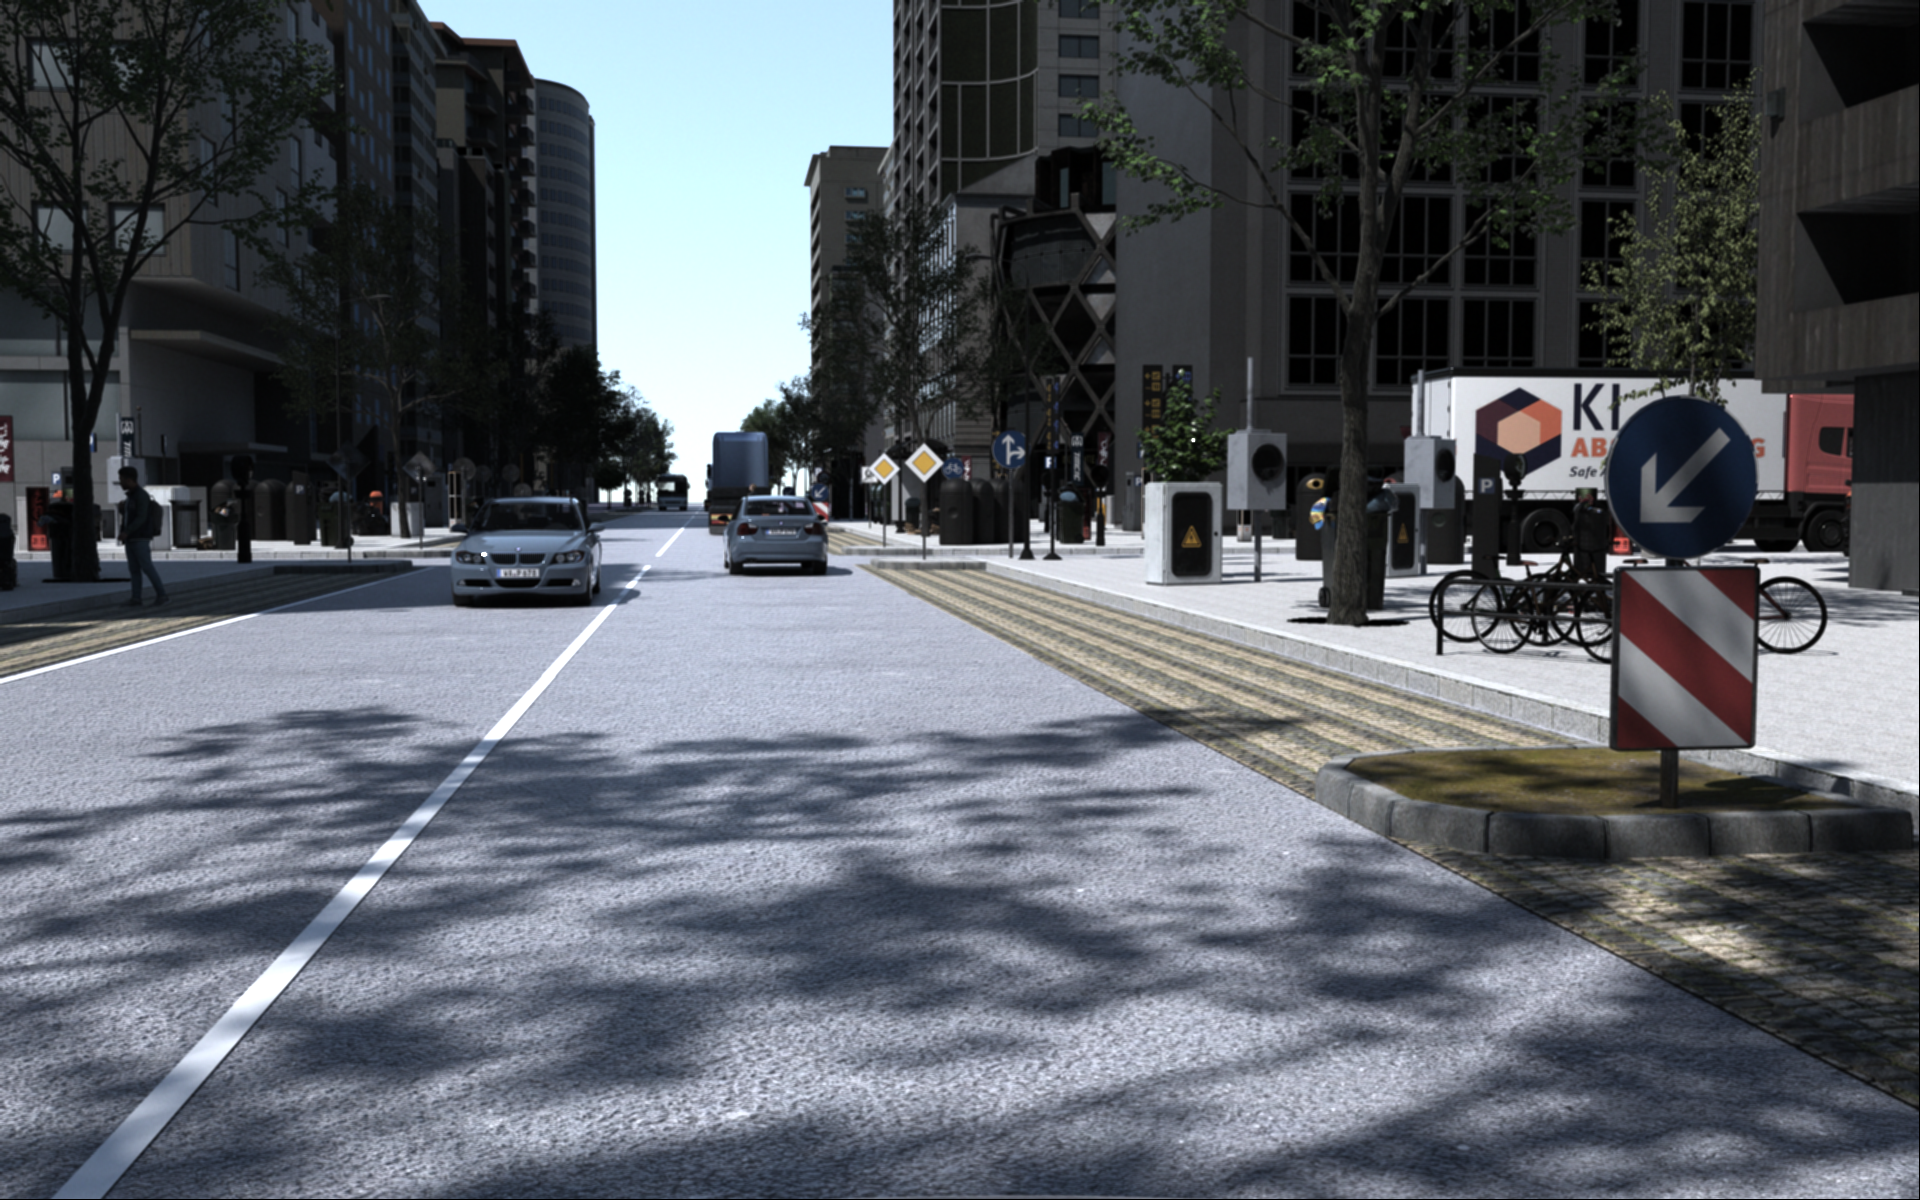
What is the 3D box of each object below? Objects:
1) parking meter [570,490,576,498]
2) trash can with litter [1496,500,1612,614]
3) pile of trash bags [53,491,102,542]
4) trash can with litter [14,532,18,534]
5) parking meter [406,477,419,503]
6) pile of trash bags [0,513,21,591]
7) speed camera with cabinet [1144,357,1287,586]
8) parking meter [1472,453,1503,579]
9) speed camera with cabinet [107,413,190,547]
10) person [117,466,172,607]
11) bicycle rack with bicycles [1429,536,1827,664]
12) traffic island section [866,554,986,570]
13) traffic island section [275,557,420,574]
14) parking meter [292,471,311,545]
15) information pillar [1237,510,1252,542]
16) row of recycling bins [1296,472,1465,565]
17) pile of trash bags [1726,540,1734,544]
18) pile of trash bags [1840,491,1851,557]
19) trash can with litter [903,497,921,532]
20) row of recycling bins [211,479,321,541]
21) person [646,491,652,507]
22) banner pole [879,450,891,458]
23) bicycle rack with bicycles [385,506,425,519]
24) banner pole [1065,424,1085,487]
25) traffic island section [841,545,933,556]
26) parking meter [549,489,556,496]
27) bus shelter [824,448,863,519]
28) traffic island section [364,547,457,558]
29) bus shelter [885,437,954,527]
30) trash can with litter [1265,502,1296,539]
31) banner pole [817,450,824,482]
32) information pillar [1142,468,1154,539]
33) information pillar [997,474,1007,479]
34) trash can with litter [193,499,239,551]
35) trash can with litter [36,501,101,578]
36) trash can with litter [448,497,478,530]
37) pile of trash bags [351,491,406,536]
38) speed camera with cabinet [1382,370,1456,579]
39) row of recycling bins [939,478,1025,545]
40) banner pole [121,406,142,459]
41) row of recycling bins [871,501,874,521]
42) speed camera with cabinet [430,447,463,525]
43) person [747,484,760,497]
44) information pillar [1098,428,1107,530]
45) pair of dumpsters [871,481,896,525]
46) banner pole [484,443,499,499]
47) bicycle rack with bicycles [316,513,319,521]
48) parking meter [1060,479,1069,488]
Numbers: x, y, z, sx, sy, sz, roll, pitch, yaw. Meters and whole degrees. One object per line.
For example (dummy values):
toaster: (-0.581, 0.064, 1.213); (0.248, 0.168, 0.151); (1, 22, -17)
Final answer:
parking meter: (-24.369, -6.157, 109.085); (0.372, 1.533, 0.369); (0, 3, 0)
trash can with litter: (6.646, -0.497, 19.178); (2.233, 1.210, 1.678); (-2, 4, -35)
pile of trash bags: (-23.855, -2.218, 46.017); (1.912, 1.369, 3.447); (-2, 4, -28)
trash can with litter: (-30.771, -2.775, 56.434); (1.678, 1.210, 2.233); (2, 4, 34)
parking meter: (-18.409, -3.216, 58.294); (0.399, 1.863, 0.255); (-3, 4, -38)
pile of trash bags: (-13.384, -0.780, 22.508); (1.912, 1.369, 3.447); (-1, 4, -22)
speed camera with cabinet: (3.657, -1.859, 24.723); (2.038, 3.252, 0.660); (-2, 4, -23)
parking meter: (7.523, -1.161, 24.699); (0.399, 1.863, 0.255); (1, 4, 21)
speed camera with cabinet: (-19.856, -2.939, 42.387); (2.038, 3.252, 0.660); (1, 4, 19)
person: (-10.380, -0.796, 21.855); (0.623, 1.781, 0.721); (3, 4, 38)
bicycle rack with bicycles: (5.050, -0.036, 13.972); (2.852, 0.926, 2.925); (-3, 5, -43)
traffic island section: (-0.678, -0.707, 33.844); (2.009, 0.180, 2.903); (0, 4, -8)
traffic island section: (-11.412, -0.615, 32.328); (2.009, 0.180, 2.903); (0, 4, -8)
parking meter: (-16.567, -2.319, 43.625); (0.399, 1.863, 0.255); (0, 4, -4)
information pillar: (7.633, -2.564, 46.416); (0.304, 2.012, 0.304); (-1, 4, -17)
row of recycling bins: (7.916, -1.569, 32.769); (1.069, 1.692, 3.534); (-3, 5, -45)
pile of trash bags: (18.524, -2.198, 45.697); (3.447, 1.369, 1.912); (1, 4, 20)
pile of trash bags: (18.979, -1.570, 35.417); (1.912, 1.369, 3.447); (0, 4, 3)
trash can with litter: (-1.587, -2.896, 58.736); (0.624, 1.170, 1.055); (0, 4, 6)
row of recycling bins: (-19.299, -2.497, 47.940); (3.534, 1.692, 1.069); (2, 4, 24)
person: (-31.885, -10.325, 177.754); (0.568, 1.767, 0.683); (1, 4, 19)
banner pole: (-4.329, -6.637, 98.529); (0.863, 3.779, 0.401); (-1, 4, -16)
bicycle rack with bicycles: (-27.923, -4.538, 87.584); (2.925, 0.926, 2.852); (-1, 4, -12)
banner pole: (4.023, -4.393, 61.845); (0.863, 3.779, 0.401); (0, 4, 4)
traffic island section: (-1.802, -1.191, 41.750); (2.009, 0.180, 2.903); (0, 4, -8)
parking meter: (-21.764, -5.140, 92.449); (0.372, 1.533, 0.369); (0, 3, 0)
bus shelter: (-6.158, -6.152, 91.873); (1.731, 3.624, 6.357); (0, 4, -8)
traffic island section: (-12.536, -1.098, 40.234); (2.009, 0.180, 2.903); (0, 4, -8)
bus shelter: (-1.587, -4.294, 64.133); (2.014, 3.302, 5.546); (0, 4, -8)
trash can with litter: (9.240, -2.324, 49.392); (1.055, 1.170, 0.624); (-3, 5, -44)
banner pole: (-7.704, -6.579, 97.585); (0.401, 3.779, 0.863); (0, 4, -2)
information pillar: (5.323, -2.726, 49.056); (0.304, 2.012, 0.304); (1, 4, 16)
information pillar: (1.568, -3.677, 64.617); (0.304, 2.012, 0.304); (-1, 4, -13)
trash can with litter: (-16.971, -1.714, 39.414); (1.055, 1.170, 0.624); (1, 4, 13)
trash can with litter: (-13.727, -0.939, 26.742); (0.624, 1.170, 1.055); (0, 4, -6)
trash can with litter: (-17.820, -3.100, 62.074); (0.624, 1.170, 1.055); (2, 4, 25)
pile of trash bags: (-18.229, -2.739, 54.538); (1.912, 1.369, 3.447); (-2, 4, -25)
speed camera with cabinet: (6.982, -1.999, 27.027); (2.038, 3.252, 0.660); (-3, 5, -45)
row of recycling bins: (0.662, -2.305, 44.795); (1.069, 1.692, 3.534); (2, 4, 32)
banner pole: (-23.672, -3.644, 49.598); (0.863, 3.779, 0.401); (1, 4, 9)
row of recycling bins: (-2.714, -4.732, 84.475); (3.534, 1.692, 1.069); (-1, 4, -20)
speed camera with cabinet: (-21.488, -4.766, 72.258); (2.038, 3.252, 0.660); (3, 5, 42)
person: (-6.887, -3.016, 58.231); (0.534, 1.772, 0.576); (1, 4, 18)
information pillar: (5.074, -4.316, 61.919); (0.183, 3.616, 0.504); (-2, 4, -25)
pair of dumpsters: (-2.847, -4.326, 73.226); (1.574, 2.255, 4.437); (-1, 4, -8)
banner pole: (-23.832, -5.993, 88.001); (0.863, 3.779, 0.401); (-1, 4, -9)
bicycle rack with bicycles: (-24.001, -2.934, 61.358); (2.852, 0.926, 2.925); (0, 4, 8)
parking meter: (4.207, -3.887, 69.266); (0.399, 1.863, 0.255); (-3, 5, -43)
